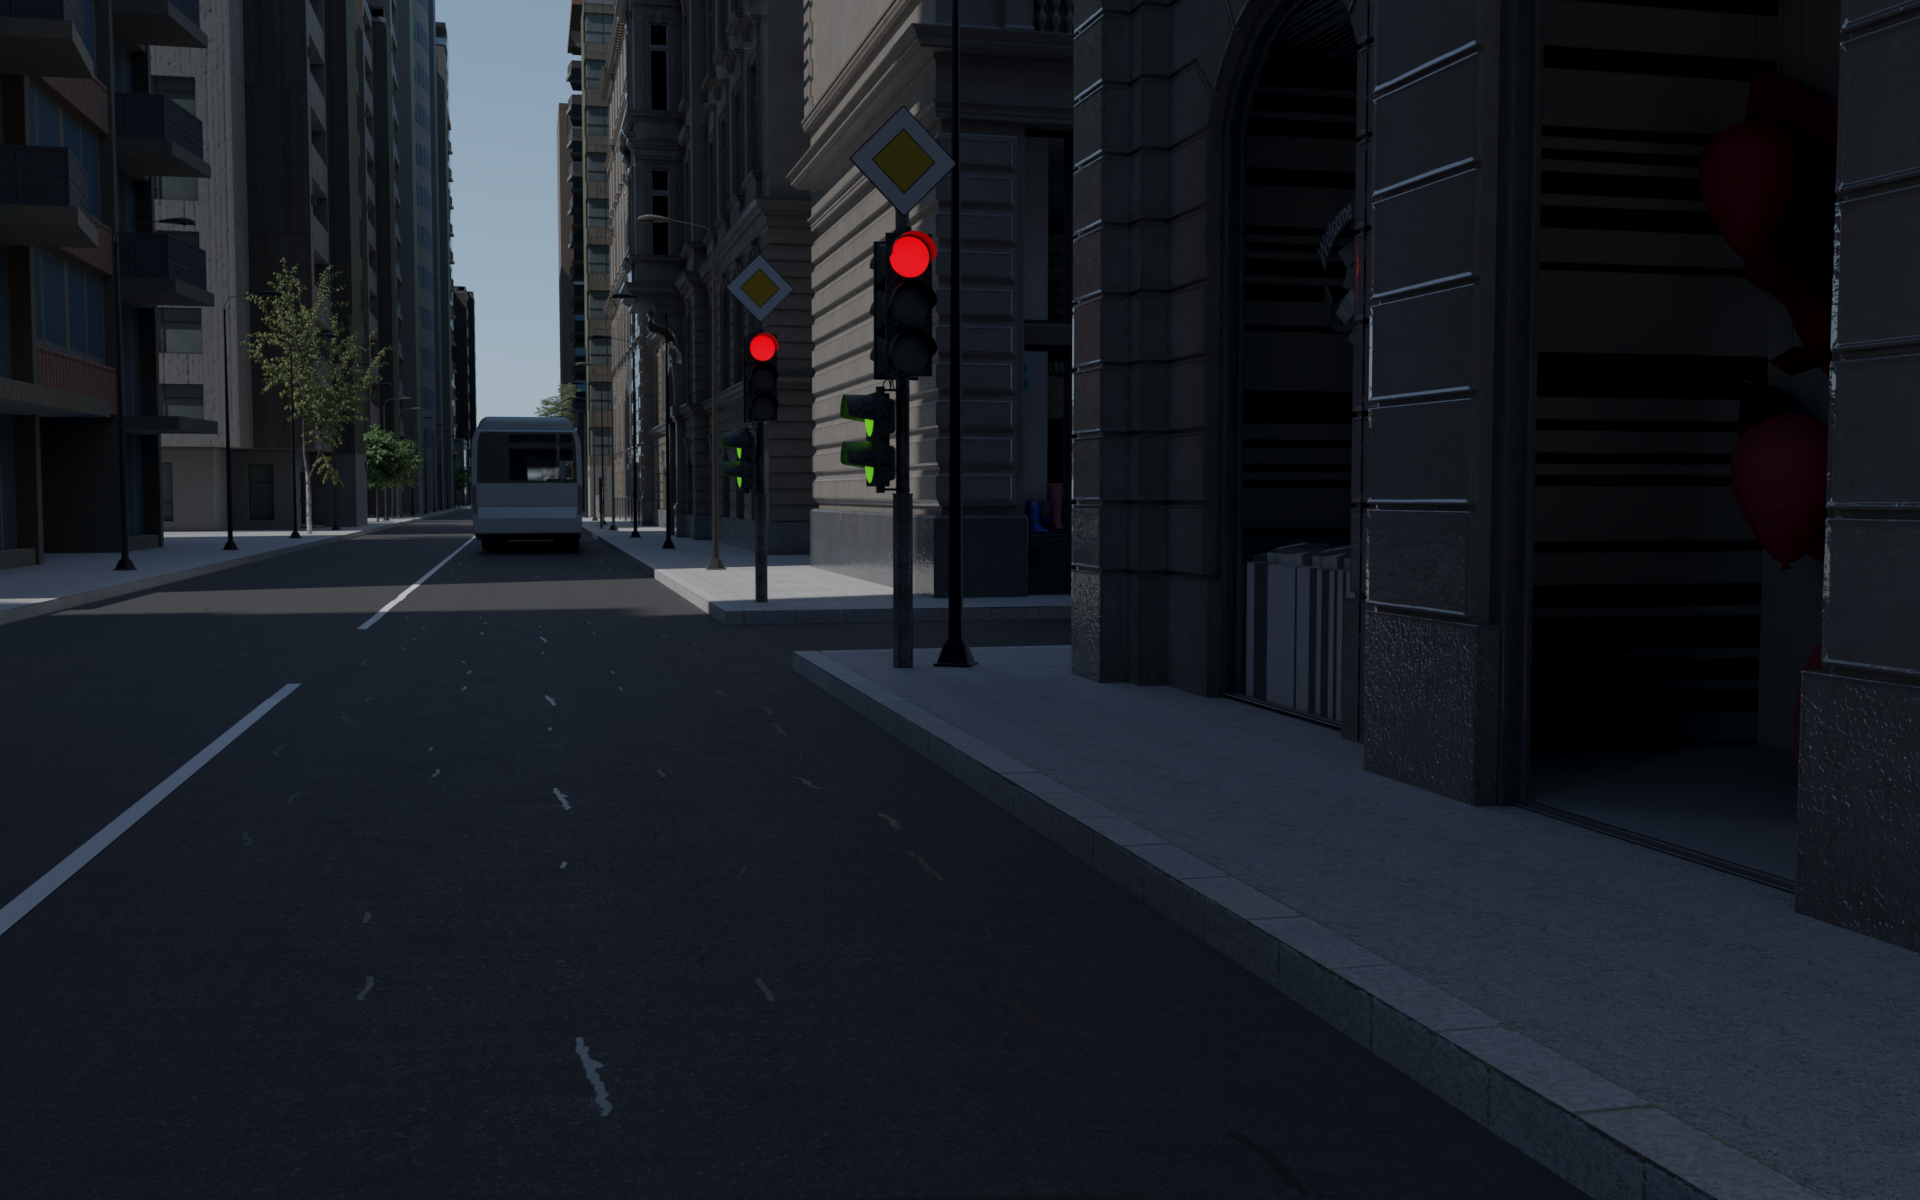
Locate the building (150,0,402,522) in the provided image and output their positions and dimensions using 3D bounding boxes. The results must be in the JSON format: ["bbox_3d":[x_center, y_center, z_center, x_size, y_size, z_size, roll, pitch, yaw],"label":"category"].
[{"bbox_3d":[-39.118,-19.843,96.131,14.160,30.474,14.107,-1,4,-14],"label":"building"}]

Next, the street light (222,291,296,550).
[{"bbox_3d":[-16.164,-4.100,39.578,1.470,5.913,1.316,-1,4,-14],"label":"street light"}]

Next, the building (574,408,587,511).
[{"bbox_3d":[-16.586,-49.709,125.417,22.319,86.520,31.000,-1,4,-14],"label":"building"}]

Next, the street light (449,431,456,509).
[{"bbox_3d":[-37.776,-9.400,126.231,1.470,5.913,1.316,-1,4,-14],"label":"street light"}]

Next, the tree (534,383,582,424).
[{"bbox_3d":[-40.164,-15.788,176.261,7.486,12.596,7.792,0,3,0],"label":"tree"}]

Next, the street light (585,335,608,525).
[{"bbox_3d":[-10.098,-4.785,50.777,1.470,5.913,1.316,-1,4,-14],"label":"street light"}]

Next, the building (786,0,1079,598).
[{"bbox_3d":[7.483,-12.146,27.460,19.941,23.489,11.050,-1,4,-14],"label":"building"}]

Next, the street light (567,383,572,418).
[{"bbox_3d":[-15.408,-6.080,71.942,1.470,5.913,1.316,-1,4,-14],"label":"street light"}]

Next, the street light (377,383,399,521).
[{"bbox_3d":[-24.410,-6.104,72.342,1.470,5.913,1.316,-1,4,-14],"label":"street light"}]

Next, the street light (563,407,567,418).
[{"bbox_3d":[-17.968,-6.721,82.437,1.470,5.913,1.316,-1,4,-14],"label":"street light"}]

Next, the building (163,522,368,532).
[{"bbox_3d":[-29.889,-17.821,63.071,14.160,30.474,14.107,-1,4,-14],"label":"building"}]

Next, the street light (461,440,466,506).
[{"bbox_3d":[-43.161,-10.710,147.656,1.470,5.913,1.316,-1,4,-14],"label":"street light"}]

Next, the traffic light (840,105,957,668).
[{"bbox_3d":[-0.440,-1.455,12.704,0.839,4.253,0.868,-1,4,-14],"label":"traffic light"}]

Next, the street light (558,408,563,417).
[{"bbox_3d":[-20.681,-7.372,93.074,1.470,5.913,1.316,-1,4,-14],"label":"street light"}]

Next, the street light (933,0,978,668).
[{"bbox_3d":[-0.558,-2.454,12.663,1.470,5.913,1.316,-1,4,-14],"label":"street light"}]

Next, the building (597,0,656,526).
[{"bbox_3d":[-10.311,-17.432,82.276,12.463,27.353,25.104,-1,4,-14],"label":"building"}]

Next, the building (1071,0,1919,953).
[{"bbox_3d":[9.277,-9.795,1.946,13.314,21.916,24.055,-1,4,-14],"label":"building"}]

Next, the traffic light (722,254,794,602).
[{"bbox_3d":[-2.376,-1.929,20.452,0.839,4.253,0.868,-1,4,-14],"label":"traffic light"}]

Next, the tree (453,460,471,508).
[{"bbox_3d":[-48.319,-11.140,165.856,4.285,4.588,4.351,0,3,0],"label":"tree"}]

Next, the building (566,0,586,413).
[{"bbox_3d":[-23.734,-30.647,155.706,22.147,44.769,28.867,-1,4,-14],"label":"building"}]

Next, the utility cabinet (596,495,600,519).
[{"bbox_3d":[-18.855,-4.841,90.318,0.306,1.237,1.020,-1,4,-15],"label":"utility cabinet"}]

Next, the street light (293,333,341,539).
[{"bbox_3d":[-18.711,-4.742,50.076,1.470,5.913,1.316,-1,4,-14],"label":"street light"}]

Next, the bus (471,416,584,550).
[{"bbox_3d":[-11.782,-3.228,47.634,2.948,3.499,13.247,-1,4,-13],"label":"bus"}]

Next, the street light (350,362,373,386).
[{"bbox_3d":[-21.481,-5.413,61.040,1.470,5.913,1.316,-1,4,-14],"label":"street light"}]

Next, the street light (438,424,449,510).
[{"bbox_3d":[-34.911,-8.708,114.912,1.470,5.913,1.316,-1,4,-14],"label":"street light"}]

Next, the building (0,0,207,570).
[{"bbox_3d":[-26.614,-22.974,30.245,22.147,44.769,28.867,-1,4,-14],"label":"building"}]

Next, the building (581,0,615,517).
[{"bbox_3d":[-15.510,-20.336,104.190,14.160,30.474,14.107,-1,4,-14],"label":"building"}]

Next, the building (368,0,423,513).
[{"bbox_3d":[-42.485,-26.137,110.928,14.154,41.232,14.086,-1,4,-14],"label":"building"}]

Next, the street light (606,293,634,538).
[{"bbox_3d":[-7.362,-4.146,40.326,1.470,5.913,1.316,-1,4,-14],"label":"street light"}]

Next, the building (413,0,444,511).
[{"bbox_3d":[-50.836,-35.968,130.077,21.231,58.520,28.212,-1,4,-14],"label":"building"}]

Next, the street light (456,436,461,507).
[{"bbox_3d":[-40.400,-10.041,136.709,1.470,5.913,1.316,-1,4,-14],"label":"street light"}]

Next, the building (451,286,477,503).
[{"bbox_3d":[-73.329,-28.388,235.844,14.160,30.474,14.107,-1,4,-14],"label":"building"}]

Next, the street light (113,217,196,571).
[{"bbox_3d":[-13.526,-3.459,29.103,1.470,5.913,1.316,-1,4,-14],"label":"street light"}]

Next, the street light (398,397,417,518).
[{"bbox_3d":[-26.959,-6.753,82.955,1.470,5.913,1.316,-1,4,-14],"label":"street light"}]

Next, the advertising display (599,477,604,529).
[{"bbox_3d":[-13.370,-3.630,64.569,0.123,1.923,0.974,-1,4,-9],"label":"advertising display"}]

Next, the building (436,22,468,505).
[{"bbox_3d":[-72.157,-54.948,211.067,22.319,86.520,31.000,-1,4,-14],"label":"building"}]

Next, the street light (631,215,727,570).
[{"bbox_3d":[-4.669,-3.459,29.102,1.470,5.913,1.316,-1,4,-14],"label":"street light"}]

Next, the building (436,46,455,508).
[{"bbox_3d":[-52.307,-28.648,151.995,14.154,41.232,14.086,-1,4,-14],"label":"building"}]

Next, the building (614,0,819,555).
[{"bbox_3d":[-3.150,-14.329,53.368,14.460,24.649,34.723,-1,4,-14],"label":"building"}]

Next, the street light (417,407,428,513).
[{"bbox_3d":[-29.549,-7.360,92.883,1.470,5.913,1.316,-1,4,-14],"label":"street light"}]

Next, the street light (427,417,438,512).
[{"bbox_3d":[-32.356,-8.041,104.016,1.470,5.913,1.316,-1,4,-14],"label":"street light"}]

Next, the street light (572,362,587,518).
[{"bbox_3d":[-12.857,-5.431,61.343,1.470,5.913,1.316,-1,4,-14],"label":"street light"}]

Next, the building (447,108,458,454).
[{"bbox_3d":[-65.040,-32.300,182.732,22.147,44.769,28.867,-1,4,-14],"label":"building"}]

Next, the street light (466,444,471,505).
[{"bbox_3d":[-45.708,-11.353,158.154,1.470,5.913,1.316,-1,4,-14],"label":"street light"}]

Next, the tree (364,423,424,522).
[{"bbox_3d":[-26.626,-5.817,78.829,4.285,4.588,4.351,0,3,0],"label":"tree"}]

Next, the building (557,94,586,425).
[{"bbox_3d":[-38.175,-33.393,196.086,14.600,45.320,14.200,-1,4,-14],"label":"building"}]

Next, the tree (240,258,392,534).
[{"bbox_3d":[-20.507,-6.400,54.996,4.737,8.622,4.395,0,3,0],"label":"tree"}]
